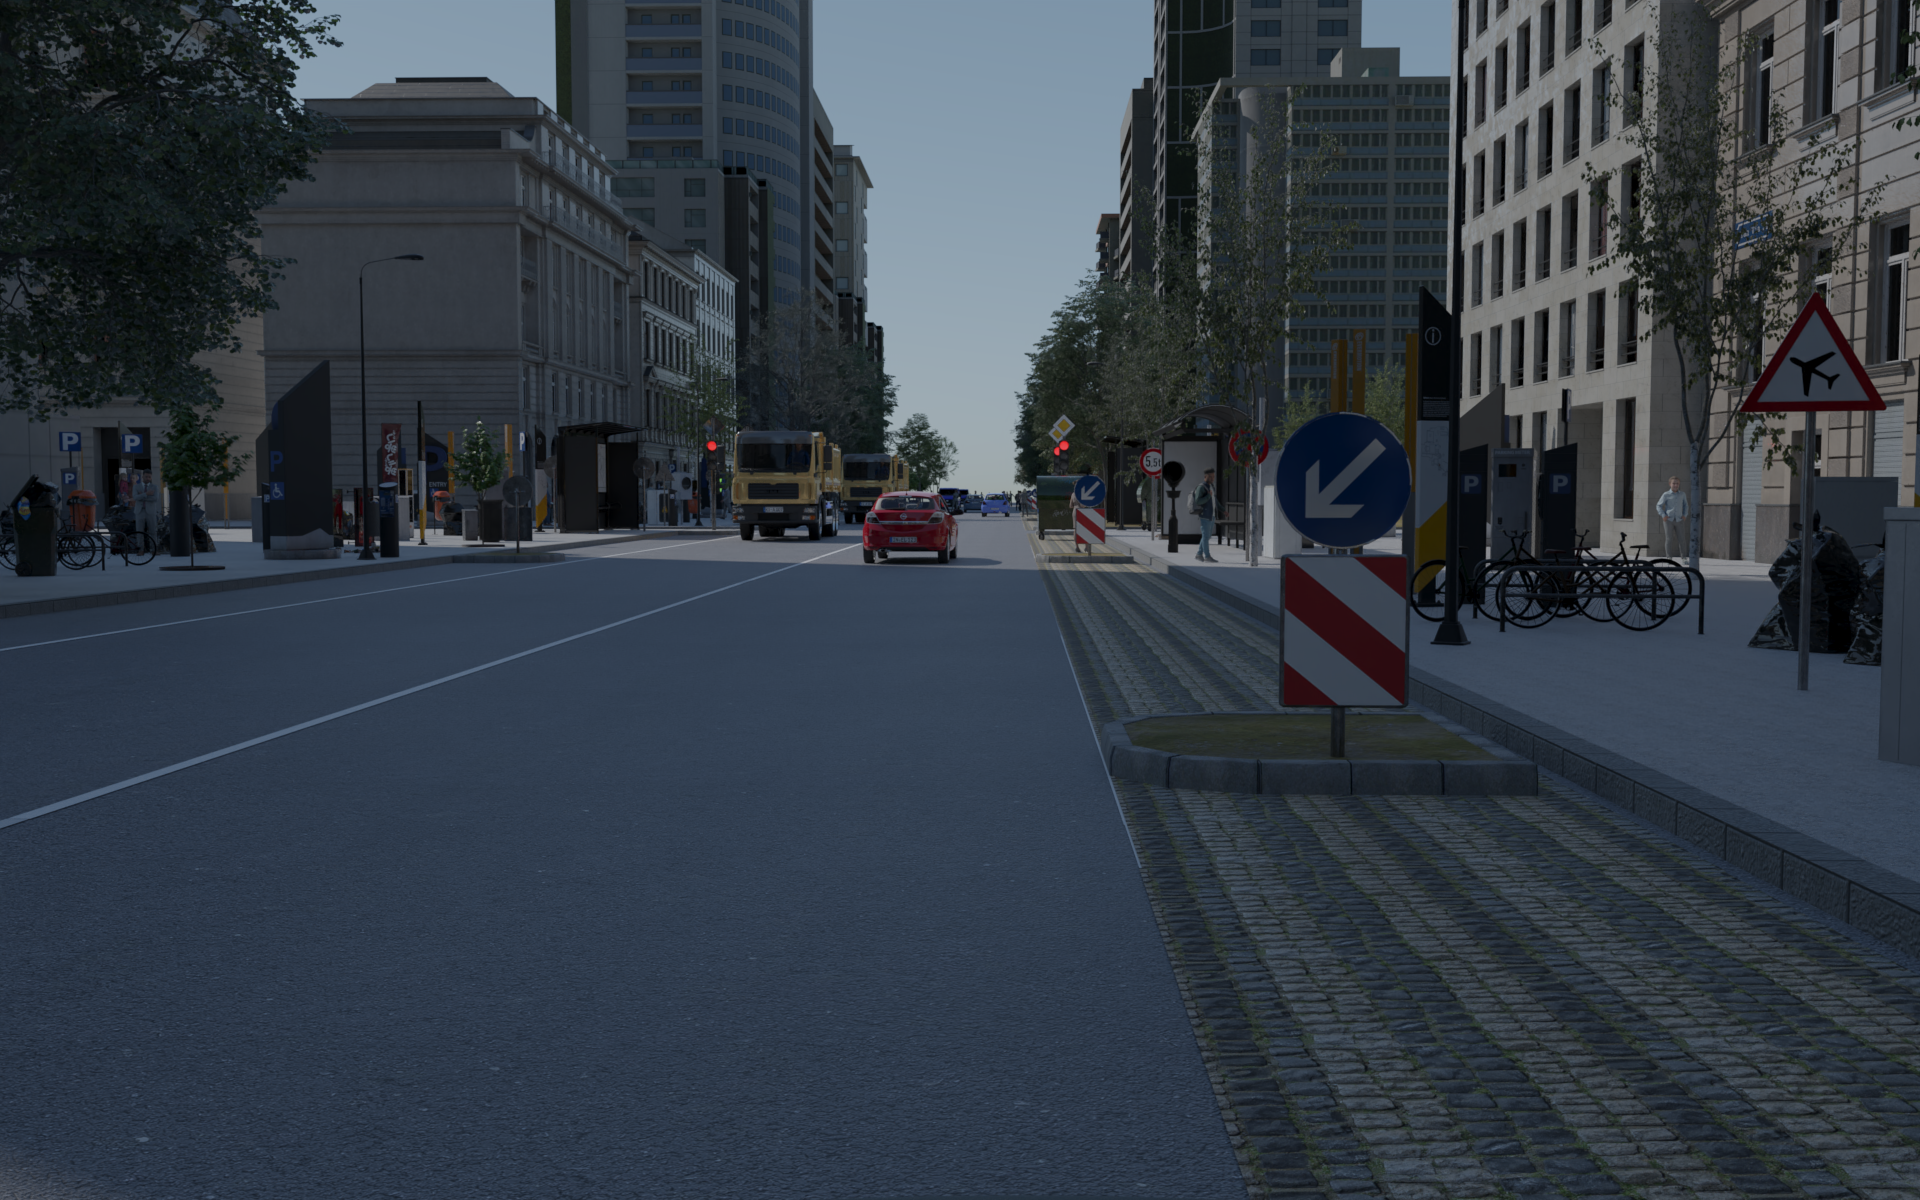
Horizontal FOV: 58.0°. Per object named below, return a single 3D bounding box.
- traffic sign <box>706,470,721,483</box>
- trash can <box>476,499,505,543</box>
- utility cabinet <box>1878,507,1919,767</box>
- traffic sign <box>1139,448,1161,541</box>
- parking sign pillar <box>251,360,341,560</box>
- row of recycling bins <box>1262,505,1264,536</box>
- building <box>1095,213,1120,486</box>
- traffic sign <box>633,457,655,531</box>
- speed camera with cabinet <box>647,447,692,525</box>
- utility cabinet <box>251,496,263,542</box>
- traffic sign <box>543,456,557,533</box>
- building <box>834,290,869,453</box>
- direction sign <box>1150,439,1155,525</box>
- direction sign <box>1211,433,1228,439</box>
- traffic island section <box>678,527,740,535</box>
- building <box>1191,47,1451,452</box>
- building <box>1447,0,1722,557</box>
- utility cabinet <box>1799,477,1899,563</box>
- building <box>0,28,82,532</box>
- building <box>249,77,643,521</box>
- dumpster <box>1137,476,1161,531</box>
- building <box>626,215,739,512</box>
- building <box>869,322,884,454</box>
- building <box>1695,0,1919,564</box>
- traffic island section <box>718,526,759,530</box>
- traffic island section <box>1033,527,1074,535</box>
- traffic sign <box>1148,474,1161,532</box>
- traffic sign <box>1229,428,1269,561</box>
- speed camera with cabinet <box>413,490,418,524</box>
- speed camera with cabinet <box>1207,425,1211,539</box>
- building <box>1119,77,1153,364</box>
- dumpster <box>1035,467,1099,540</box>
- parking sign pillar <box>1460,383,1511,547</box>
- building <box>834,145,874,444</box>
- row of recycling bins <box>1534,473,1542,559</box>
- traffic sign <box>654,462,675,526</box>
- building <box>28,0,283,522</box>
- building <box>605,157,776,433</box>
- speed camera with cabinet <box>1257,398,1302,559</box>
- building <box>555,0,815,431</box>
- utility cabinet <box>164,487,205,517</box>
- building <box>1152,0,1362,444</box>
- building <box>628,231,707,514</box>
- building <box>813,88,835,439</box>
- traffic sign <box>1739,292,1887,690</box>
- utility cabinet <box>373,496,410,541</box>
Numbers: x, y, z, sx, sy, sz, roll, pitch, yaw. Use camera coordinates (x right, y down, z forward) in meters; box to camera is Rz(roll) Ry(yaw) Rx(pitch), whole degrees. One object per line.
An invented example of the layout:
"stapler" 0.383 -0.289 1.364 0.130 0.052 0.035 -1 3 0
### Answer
"traffic sign" -11.989 -5.145 84.221 0.768 2.556 0.104 0 4 2
"trash can" -12.475 -2.102 46.027 0.748 1.137 0.748 0 3 0
"utility cabinet" 4.761 0.198 7.921 0.306 1.237 1.020 -2 4 -23
"traffic sign" 5.323 -2.913 47.726 0.768 2.556 0.104 1 4 11
"parking sign pillar" -13.071 -2.804 34.325 1.447 3.967 1.447 1 4 22
"row of recycling bins" 10.586 -2.834 53.446 3.534 1.692 1.069 0 4 -6
"building" 31.832 -37.247 263.619 22.147 44.769 28.867 0 4 2
"traffic sign" -10.833 -3.625 59.367 0.768 2.556 0.104 0 4 4
"speed camera with cabinet" -12.007 -4.731 71.690 0.660 3.252 2.038 3 4 37
"utility cabinet" -18.434 -2.132 46.012 1.020 1.237 0.306 3 4 38
"traffic sign" -13.473 -3.515 57.581 0.768 2.556 0.104 0 4 4
"building" -20.862 -28.916 244.472 14.160 30.474 14.107 0 4 2
"direction sign" 7.965 -4.858 71.423 0.379 3.537 0.876 0 4 -1
"direction sign" 9.266 -4.242 61.349 0.876 3.537 0.379 0 4 1
"traffic island section" -8.758 -2.401 61.542 2.009 0.180 2.903 0 4 2
"building" 34.190 -28.338 155.202 32.217 40.220 23.993 0 4 2
"building" 19.457 -11.511 42.949 10.420 20.320 16.860 0 4 2
"utility cabinet" 11.360 -0.825 22.175 1.173 1.500 0.318 -1 4 -10
"building" -38.207 -36.957 42.496 20.611 71.187 20.563 0 4 2
"building" -25.604 -15.198 90.284 13.314 21.916 24.055 0 4 2
"dumpster" 6.948 -3.520 60.042 1.502 2.255 1.985 0 4 2
"building" -23.059 -17.282 131.715 9.793 20.994 18.267 0 4 2
"building" -20.025 -31.457 286.028 14.160 30.474 14.107 0 4 2
"building" 20.175 -13.731 21.760 12.463 27.353 25.104 0 4 2
"traffic island section" -8.514 -2.889 69.523 2.009 0.180 2.903 0 4 2
"traffic island section" 3.677 -2.378 61.158 2.009 0.180 2.903 0 4 2
"traffic sign" 6.657 -3.589 58.791 0.768 2.556 0.104 1 4 11
"traffic sign" 5.488 -2.010 32.975 0.768 2.556 0.104 0 4 4
"speed camera with cabinet" -22.945 -4.927 74.894 2.038 3.252 0.660 -3 5 -41
"speed camera with cabinet" 6.849 -3.423 50.306 0.660 3.252 2.038 -1 4 -8
"building" 29.565 -35.152 198.435 21.300 48.544 21.600 0 4 2
"dumpster" 3.318 -2.979 53.654 1.985 2.255 1.502 0 4 1
"parking sign pillar" 12.879 -3.316 42.687 1.447 3.967 1.447 -3 5 -39
"building" -28.376 -41.321 264.831 28.713 52.752 27.495 0 4 2
"row of recycling bins" 11.486 -1.710 35.065 1.069 1.692 3.534 1 4 12
"traffic sign" -11.889 -4.261 69.669 0.884 2.594 0.081 1 4 10
"building" -47.224 -18.240 85.615 23.554 28.519 14.401 0 4 2
"building" -24.140 -23.284 152.393 14.160 30.474 14.107 0 4 2
"speed camera with cabinet" 6.403 -2.481 34.899 0.660 3.252 2.038 0 4 -2
"building" -26.655 -38.598 173.078 21.231 58.520 28.212 0 4 2
"utility cabinet" -25.095 -2.897 56.045 0.318 1.500 1.173 3 5 44
"building" 28.509 -45.165 176.700 20.563 71.187 20.611 0 4 2
"building" -23.306 -15.159 112.478 10.561 19.102 19.286 0 4 2
"building" -26.116 -35.155 198.488 21.300 48.544 21.600 0 4 2
"traffic sign" 5.516 -0.689 11.261 0.884 2.594 0.081 1 4 11
"utility cabinet" -15.682 -2.231 47.632 1.020 1.237 0.306 -1 4 -22
